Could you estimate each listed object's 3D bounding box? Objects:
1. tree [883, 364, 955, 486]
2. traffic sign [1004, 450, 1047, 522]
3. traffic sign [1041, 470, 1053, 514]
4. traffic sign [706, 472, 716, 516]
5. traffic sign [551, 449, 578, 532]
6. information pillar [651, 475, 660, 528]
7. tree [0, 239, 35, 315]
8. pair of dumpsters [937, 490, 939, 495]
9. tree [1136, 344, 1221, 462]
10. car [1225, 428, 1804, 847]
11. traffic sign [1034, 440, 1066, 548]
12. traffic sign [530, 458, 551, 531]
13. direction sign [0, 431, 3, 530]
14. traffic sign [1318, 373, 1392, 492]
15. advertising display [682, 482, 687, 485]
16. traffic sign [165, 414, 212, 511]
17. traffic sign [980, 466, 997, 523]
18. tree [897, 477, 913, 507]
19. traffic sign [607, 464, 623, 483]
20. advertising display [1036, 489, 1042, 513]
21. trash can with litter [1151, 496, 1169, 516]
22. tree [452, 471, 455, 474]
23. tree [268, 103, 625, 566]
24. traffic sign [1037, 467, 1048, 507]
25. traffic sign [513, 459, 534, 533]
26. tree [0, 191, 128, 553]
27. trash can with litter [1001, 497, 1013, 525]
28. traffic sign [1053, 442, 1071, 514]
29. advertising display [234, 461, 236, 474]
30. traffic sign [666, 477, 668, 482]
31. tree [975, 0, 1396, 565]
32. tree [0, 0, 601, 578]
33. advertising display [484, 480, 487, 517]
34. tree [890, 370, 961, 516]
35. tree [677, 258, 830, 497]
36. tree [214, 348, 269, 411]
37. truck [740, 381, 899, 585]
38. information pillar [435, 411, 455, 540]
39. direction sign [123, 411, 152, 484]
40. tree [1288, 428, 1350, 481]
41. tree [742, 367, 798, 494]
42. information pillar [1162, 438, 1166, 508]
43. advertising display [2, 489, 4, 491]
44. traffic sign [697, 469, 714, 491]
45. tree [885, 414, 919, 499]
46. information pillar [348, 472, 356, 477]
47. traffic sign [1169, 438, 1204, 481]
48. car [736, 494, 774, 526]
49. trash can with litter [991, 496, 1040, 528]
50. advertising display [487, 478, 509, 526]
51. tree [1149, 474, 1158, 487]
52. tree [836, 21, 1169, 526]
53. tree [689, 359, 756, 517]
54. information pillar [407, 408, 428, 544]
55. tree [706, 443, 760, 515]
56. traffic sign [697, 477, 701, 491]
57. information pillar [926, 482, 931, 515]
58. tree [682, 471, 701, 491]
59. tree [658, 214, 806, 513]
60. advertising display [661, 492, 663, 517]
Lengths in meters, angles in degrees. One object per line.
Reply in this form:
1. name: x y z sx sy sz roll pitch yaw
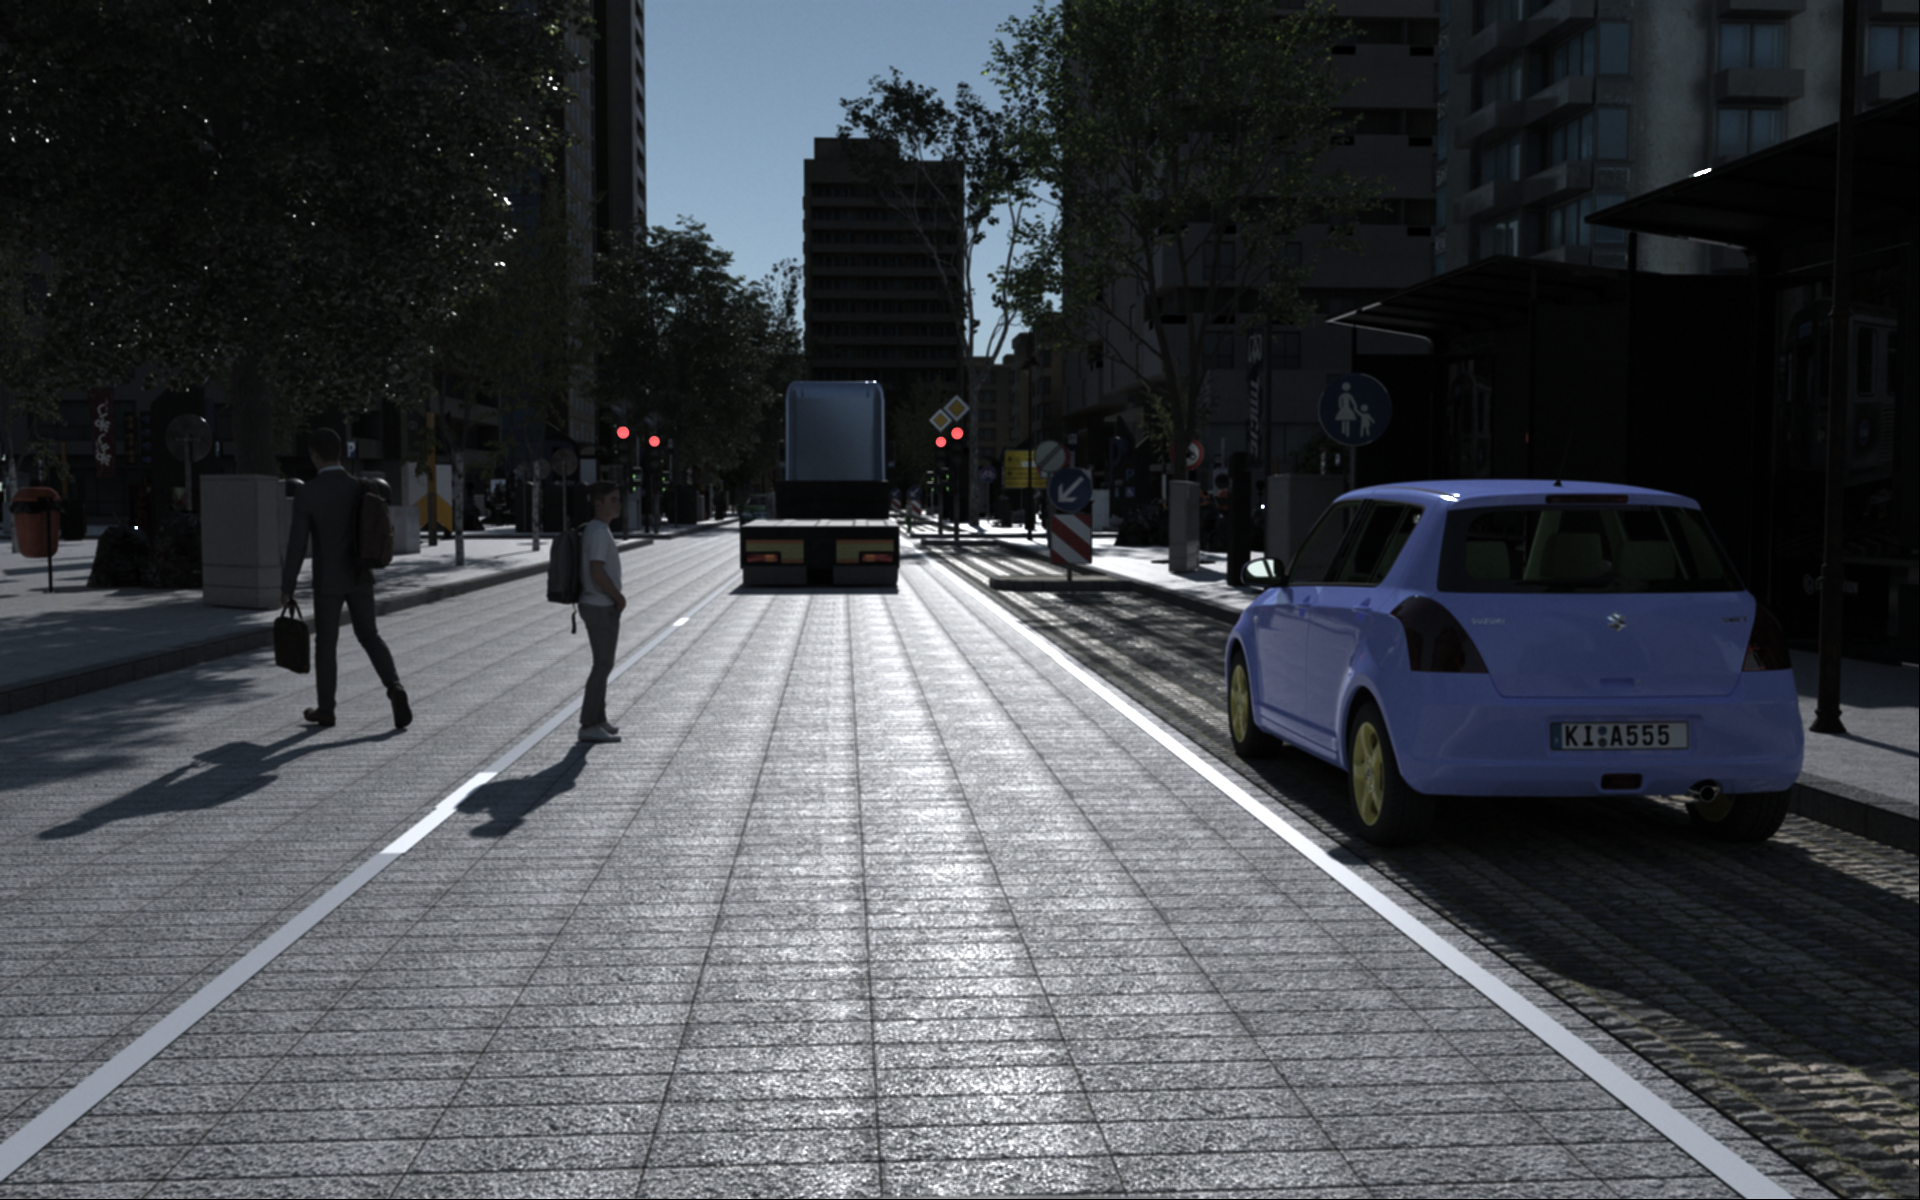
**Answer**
1. tree: -3.358 -11.567 123.540 8.767 10.594 7.601 -3 5 -44
2. traffic sign: 3.151 -5.246 79.648 2.265 3.308 0.079 0 4 -1
3. traffic sign: 2.390 -2.625 45.051 0.606 2.300 0.079 0 4 5
4. traffic sign: -14.595 -6.159 100.812 0.768 2.556 0.104 0 3 0
5. traffic sign: -11.074 -2.958 48.473 0.768 2.556 0.104 0 4 5
6. information pillar: -11.656 -3.784 66.354 0.304 2.012 0.304 0 4 -5
7. tree: -17.808 -4.775 28.433 4.737 8.622 4.395 0 3 0
8. pair of dumpsters: -0.501 -6.455 108.037 1.574 2.255 4.437 0 4 -4
9. tree: 10.807 -8.178 84.081 4.360 8.622 3.978 0 3 0
10. car: 2.402 0.075 8.357 1.945 1.707 3.694 0 4 -4
11. traffic sign: 2.127 -2.511 41.164 0.768 2.556 0.104 0 4 -2
12. traffic sign: -14.754 -3.713 60.817 0.768 2.556 0.104 0 4 -3
13. direction sign: -34.728 -4.309 62.441 0.876 3.537 0.379 3 4 38
14. traffic sign: 4.157 -1.114 18.320 0.768 2.556 0.104 0 4 4
15. advertising display: -15.071 -5.458 94.459 0.974 1.923 0.123 0 4 -6
16. traffic sign: -12.249 -1.676 27.503 0.768 2.556 0.104 0 4 4
17. traffic sign: 1.264 -4.749 77.748 0.768 2.556 0.104 0 4 2
18. tree: -5.519 -10.962 173.824 1.663 3.219 1.824 0 3 0
19. traffic sign: -11.789 -3.505 59.428 0.606 2.300 0.079 0 4 2
20. advertising display: 5.255 -6.931 118.534 0.123 1.923 0.974 -3 4 -39
21. trash can with litter: 5.238 -2.241 48.022 0.624 1.170 1.055 -3 4 -38
22. tree: -24.038 -5.213 79.837 1.663 3.219 1.824 0 3 0
23. tree: -8.916 -4.938 31.104 4.737 8.622 4.395 0 3 0
24. traffic sign: 2.962 -3.566 58.411 0.768 2.556 0.104 0 4 1
25. traffic sign: -14.327 -3.413 56.987 0.795 2.450 0.064 0 4 6
26. tree: -20.304 -5.326 37.443 4.360 8.622 3.978 0 3 0
27. trash can with litter: 1.814 -3.556 69.522 0.624 1.170 1.055 0 4 1
28. traffic sign: 2.305 -2.573 42.171 0.768 2.556 0.104 0 4 -3
29. advertising display: -13.538 -1.710 33.171 0.123 1.923 0.974 1 4 12
30. traffic sign: -17.376 -6.384 104.480 0.768 2.556 0.104 0 4 1
31. tree: 4.138 -6.493 31.910 9.928 11.665 9.643 0 3 0
32. tree: -8.762 -7.010 21.265 9.857 13.997 8.962 0 3 0
33. advertising display: -21.549 -4.586 80.190 0.974 1.923 0.123 -3 5 -45
34. tree: -1.897 -9.290 102.254 4.737 8.622 4.395 0 3 0
35. tree: -15.372 -17.240 137.761 12.611 20.169 13.585 0 3 0
36. tree: -26.305 -7.057 65.739 4.737 8.622 4.395 0 3 0
37. truck: -2.658 -2.806 35.632 2.967 4.110 18.799 0 4 -3
38. information pillar: -14.513 -3.506 48.680 0.504 3.616 0.183 -3 5 -40
39. direction sign: -22.587 -3.404 47.647 0.876 3.537 0.379 1 4 15
40. tree: 17.215 -5.972 81.348 4.285 4.588 4.351 0 3 0
41. tree: -17.264 -14.776 151.965 12.009 13.543 11.850 0 3 0
42. information pillar: 8.611 -5.001 73.123 0.183 3.616 0.504 0 4 -5
43. advertising display: -70.291 -7.464 127.246 0.123 1.923 0.974 -2 4 -32
44. traffic sign: -12.911 -5.366 87.738 0.884 2.594 0.081 0 4 -2
45. tree: -7.691 -17.792 209.021 7.486 12.596 7.792 0 3 0
46. information pillar: -20.675 -3.318 58.749 0.304 2.012 0.304 -3 4 -38
47. traffic sign: 4.994 -2.333 38.245 0.768 2.556 0.104 0 4 1
48. car: -7.785 -3.476 68.631 2.131 1.459 4.920 0 4 -5
49. trash can with litter: 2.095 -3.436 67.228 2.233 1.210 1.678 -1 4 -13
50. advertising display: -18.634 -3.966 70.059 0.974 1.923 0.123 2 4 31
51. tree: 9.134 -5.769 88.918 1.663 3.219 1.824 0 3 0
52. tree: 1.830 -13.039 69.078 12.611 20.169 13.585 0 3 0
53. tree: -12.955 -8.641 91.649 4.360 8.622 3.978 0 3 0
54. information pillar: -14.030 -3.269 44.797 0.504 3.616 0.183 -1 4 -11
55. tree: -14.261 -7.603 108.021 4.285 4.588 4.351 0 3 0
56. traffic sign: -19.367 -7.913 129.480 0.768 2.556 0.104 0 4 5
57. information pillar: -1.941 -6.301 107.517 0.304 2.012 0.304 -1 4 -11
58. tree: -19.889 -8.152 127.881 1.663 3.219 1.824 0 3 0
59. tree: -12.845 -10.544 79.047 9.857 13.997 8.962 0 3 0
60. advertising display: -17.286 -5.688 98.209 0.974 1.923 0.123 -3 4 -37
